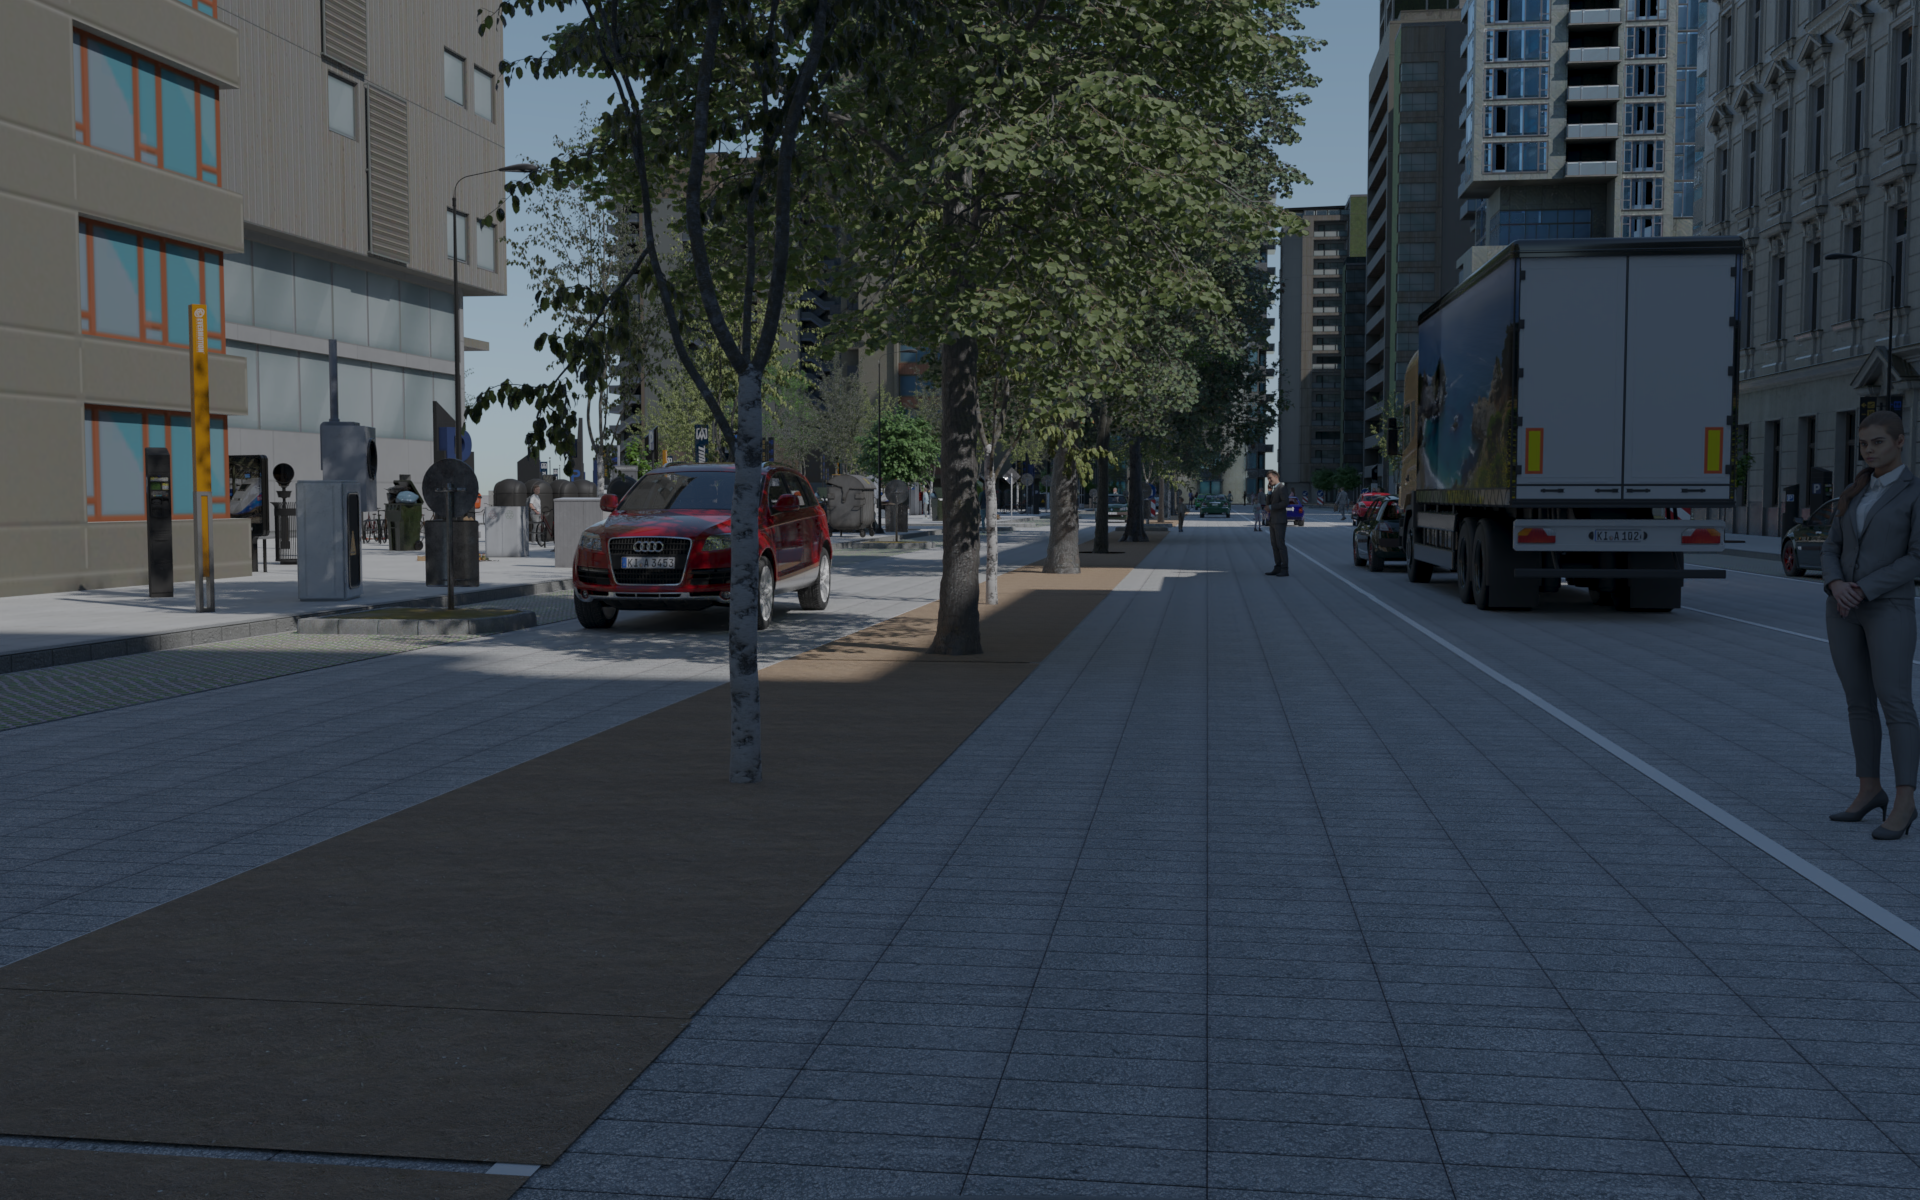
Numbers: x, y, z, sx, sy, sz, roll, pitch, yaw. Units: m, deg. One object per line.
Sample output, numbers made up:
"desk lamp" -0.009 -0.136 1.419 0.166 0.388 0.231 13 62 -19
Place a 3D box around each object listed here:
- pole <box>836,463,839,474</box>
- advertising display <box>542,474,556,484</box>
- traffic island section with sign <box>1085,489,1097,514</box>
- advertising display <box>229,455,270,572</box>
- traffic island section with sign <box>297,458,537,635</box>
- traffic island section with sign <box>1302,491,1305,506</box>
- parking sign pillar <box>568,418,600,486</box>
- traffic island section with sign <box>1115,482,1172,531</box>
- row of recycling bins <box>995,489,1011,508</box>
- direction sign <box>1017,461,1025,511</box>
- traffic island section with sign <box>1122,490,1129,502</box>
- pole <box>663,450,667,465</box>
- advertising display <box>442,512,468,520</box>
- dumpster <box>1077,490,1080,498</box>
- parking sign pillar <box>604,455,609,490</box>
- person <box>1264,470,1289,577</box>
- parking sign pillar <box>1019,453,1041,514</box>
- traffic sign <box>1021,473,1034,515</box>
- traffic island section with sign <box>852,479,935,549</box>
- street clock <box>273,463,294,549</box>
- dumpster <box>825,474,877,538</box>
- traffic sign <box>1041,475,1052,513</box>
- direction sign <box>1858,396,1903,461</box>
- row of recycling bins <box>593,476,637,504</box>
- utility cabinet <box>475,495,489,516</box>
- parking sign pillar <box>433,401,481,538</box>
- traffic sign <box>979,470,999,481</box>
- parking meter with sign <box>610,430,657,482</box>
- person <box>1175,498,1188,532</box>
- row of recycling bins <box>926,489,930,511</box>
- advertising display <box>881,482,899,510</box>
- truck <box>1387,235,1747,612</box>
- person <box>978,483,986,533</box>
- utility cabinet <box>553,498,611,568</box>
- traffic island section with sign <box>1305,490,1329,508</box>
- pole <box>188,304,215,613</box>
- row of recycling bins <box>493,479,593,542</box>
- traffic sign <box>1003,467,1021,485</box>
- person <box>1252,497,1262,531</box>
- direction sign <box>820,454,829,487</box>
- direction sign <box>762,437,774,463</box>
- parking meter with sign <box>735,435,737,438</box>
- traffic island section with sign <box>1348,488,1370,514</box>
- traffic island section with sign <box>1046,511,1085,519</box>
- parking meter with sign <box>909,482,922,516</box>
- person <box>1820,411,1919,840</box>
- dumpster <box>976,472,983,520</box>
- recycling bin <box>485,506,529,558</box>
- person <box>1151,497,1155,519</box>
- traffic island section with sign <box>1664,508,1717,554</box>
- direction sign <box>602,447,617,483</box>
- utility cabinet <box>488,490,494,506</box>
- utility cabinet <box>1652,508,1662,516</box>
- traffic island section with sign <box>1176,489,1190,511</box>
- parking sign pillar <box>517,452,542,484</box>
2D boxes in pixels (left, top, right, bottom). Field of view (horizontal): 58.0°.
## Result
"pole" -8.032 -7.307 113.312 0.158 3.312 0.155 0 3 0
"advertising display" -13.487 -3.161 56.891 0.123 1.923 0.974 -2 4 -34
"traffic island section with sign" 9.840 -7.225 126.748 1.989 1.847 2.006 0 4 8
"advertising display" -11.747 -1.427 28.537 0.974 1.923 0.123 2 4 31
"traffic island section with sign" -5.638 -0.599 18.425 1.989 1.847 2.006 0 4 8
"traffic island section with sign" 39.773 -11.728 200.386 1.989 1.847 2.006 0 4 8
"parking sign pillar" -13.389 -4.404 60.477 1.447 3.967 1.447 -1 4 -9
"traffic island section with sign" 7.079 -3.613 67.203 2.006 1.907 1.989 0 4 8
"row of recycling bins" 2.757 -8.669 148.852 3.534 1.692 1.069 0 4 8
"direction sign" 4.175 -7.662 117.268 0.876 3.537 0.379 -3 5 -40
"traffic island section with sign" 16.934 -10.262 176.419 1.989 1.847 2.006 0 4 8
"pole" -13.699 -5.299 80.477 0.158 3.312 0.155 0 3 0
"advertising display" -12.979 -2.401 44.473 0.974 1.923 0.123 3 5 40
"dumpster" 8.364 -7.987 133.088 1.502 2.255 1.985 1 4 8
"parking sign pillar" -18.858 -6.326 91.902 1.447 3.967 1.447 2 4 30
"person" 5.514 -1.345 30.289 0.447 1.846 0.655 -1 4 -12
"parking sign pillar" 4.562 -7.620 113.061 1.447 3.967 1.447 1 4 11
"traffic sign" 4.134 -6.509 106.527 0.768 2.556 0.104 1 4 9
"traffic island section with sign" -1.708 -2.282 45.931 1.989 1.847 2.006 0 4 8
"street clock" -15.778 -2.194 40.444 0.471 2.002 0.358 -1 4 -22
"dumpster" -3.266 -2.804 51.612 1.264 1.857 1.865 1 4 8
"traffic sign" 5.859 -7.146 116.937 0.768 2.556 0.104 1 4 11
"direction sign" 21.355 -2.951 40.247 0.876 3.537 0.379 2 4 25
"row of recycling bins" -6.253 -1.921 38.517 3.534 1.692 1.069 1 4 17
"utility cabinet" -28.455 -5.632 103.239 1.020 1.237 0.306 -1 4 -19
"parking sign pillar" -14.795 -3.805 50.678 1.447 3.967 1.447 2 4 24
"traffic sign" 1.108 -4.010 67.749 0.795 2.593 0.064 0 4 8
"parking meter with sign" -9.104 -3.091 46.803 1.738 3.016 0.543 -2 4 -24
"person" 8.341 -3.206 65.190 0.475 1.303 0.640 0 4 3
"row of recycling bins" -2.299 -8.726 149.787 3.534 1.692 1.069 -1 4 -10
"advertising display" -3.164 -4.416 77.420 0.974 1.923 0.123 1 4 12
"truck" 7.997 -2.176 24.493 2.839 4.237 11.283 0 4 8
"person" 0.887 -3.332 62.960 0.794 1.824 0.713 0 4 3
"utility cabinet" -6.557 -1.158 30.102 1.020 1.237 0.306 2 4 23
"traffic island section with sign" 35.967 -10.096 173.700 1.989 1.847 2.006 0 4 8
"pole" -8.208 -1.523 18.740 0.158 3.312 0.155 0 3 0
"row of recycling bins" -11.223 -2.457 47.281 1.069 1.692 3.534 2 4 32
"traffic sign" 2.237 -4.493 75.654 0.795 2.593 0.064 0 4 8
"person" 11.414 -3.276 66.343 0.425 1.301 0.394 -3 5 -45
"direction sign" -7.748 -6.471 97.794 0.379 3.537 0.876 -1 4 -19
"direction sign" -7.691 -4.719 69.147 0.379 3.537 0.876 -3 5 -44
"parking meter with sign" -6.900 -3.402 51.883 0.543 3.016 1.738 -2 4 -35
"traffic island section with sign" 28.889 -7.068 124.188 1.989 1.847 2.006 0 4 8
"traffic island section with sign" 6.024 -5.592 100.063 1.989 1.847 2.006 0 4 8
"parking meter with sign" -2.734 -6.584 103.913 0.543 3.016 1.738 1 4 16
"person" 3.890 0.082 7.432 0.573 1.790 0.520 -3 5 -40
"dumpster" 0.363 -4.597 77.647 1.502 2.255 1.985 1 4 8
"recycling bin" -9.241 -1.393 35.335 0.722 1.027 0.722 0 4 1
"person" 11.022 -5.596 100.176 0.721 1.800 0.419 -3 5 -44
"traffic island section with sign" 17.189 -2.058 42.283 1.989 1.847 2.006 0 4 8
"direction sign" -16.960 -5.625 83.959 0.876 3.537 0.379 1 4 16
"utility cabinet" -25.562 -5.349 96.133 1.173 1.500 0.318 1 4 11
"utility cabinet" 40.122 -5.614 100.468 1.173 1.500 0.318 1 4 18
"traffic island section with sign" 18.756 -8.611 148.922 2.006 1.907 1.989 0 4 8
"parking sign pillar" -24.406 -6.712 98.208 1.447 3.967 1.447 0 4 6
